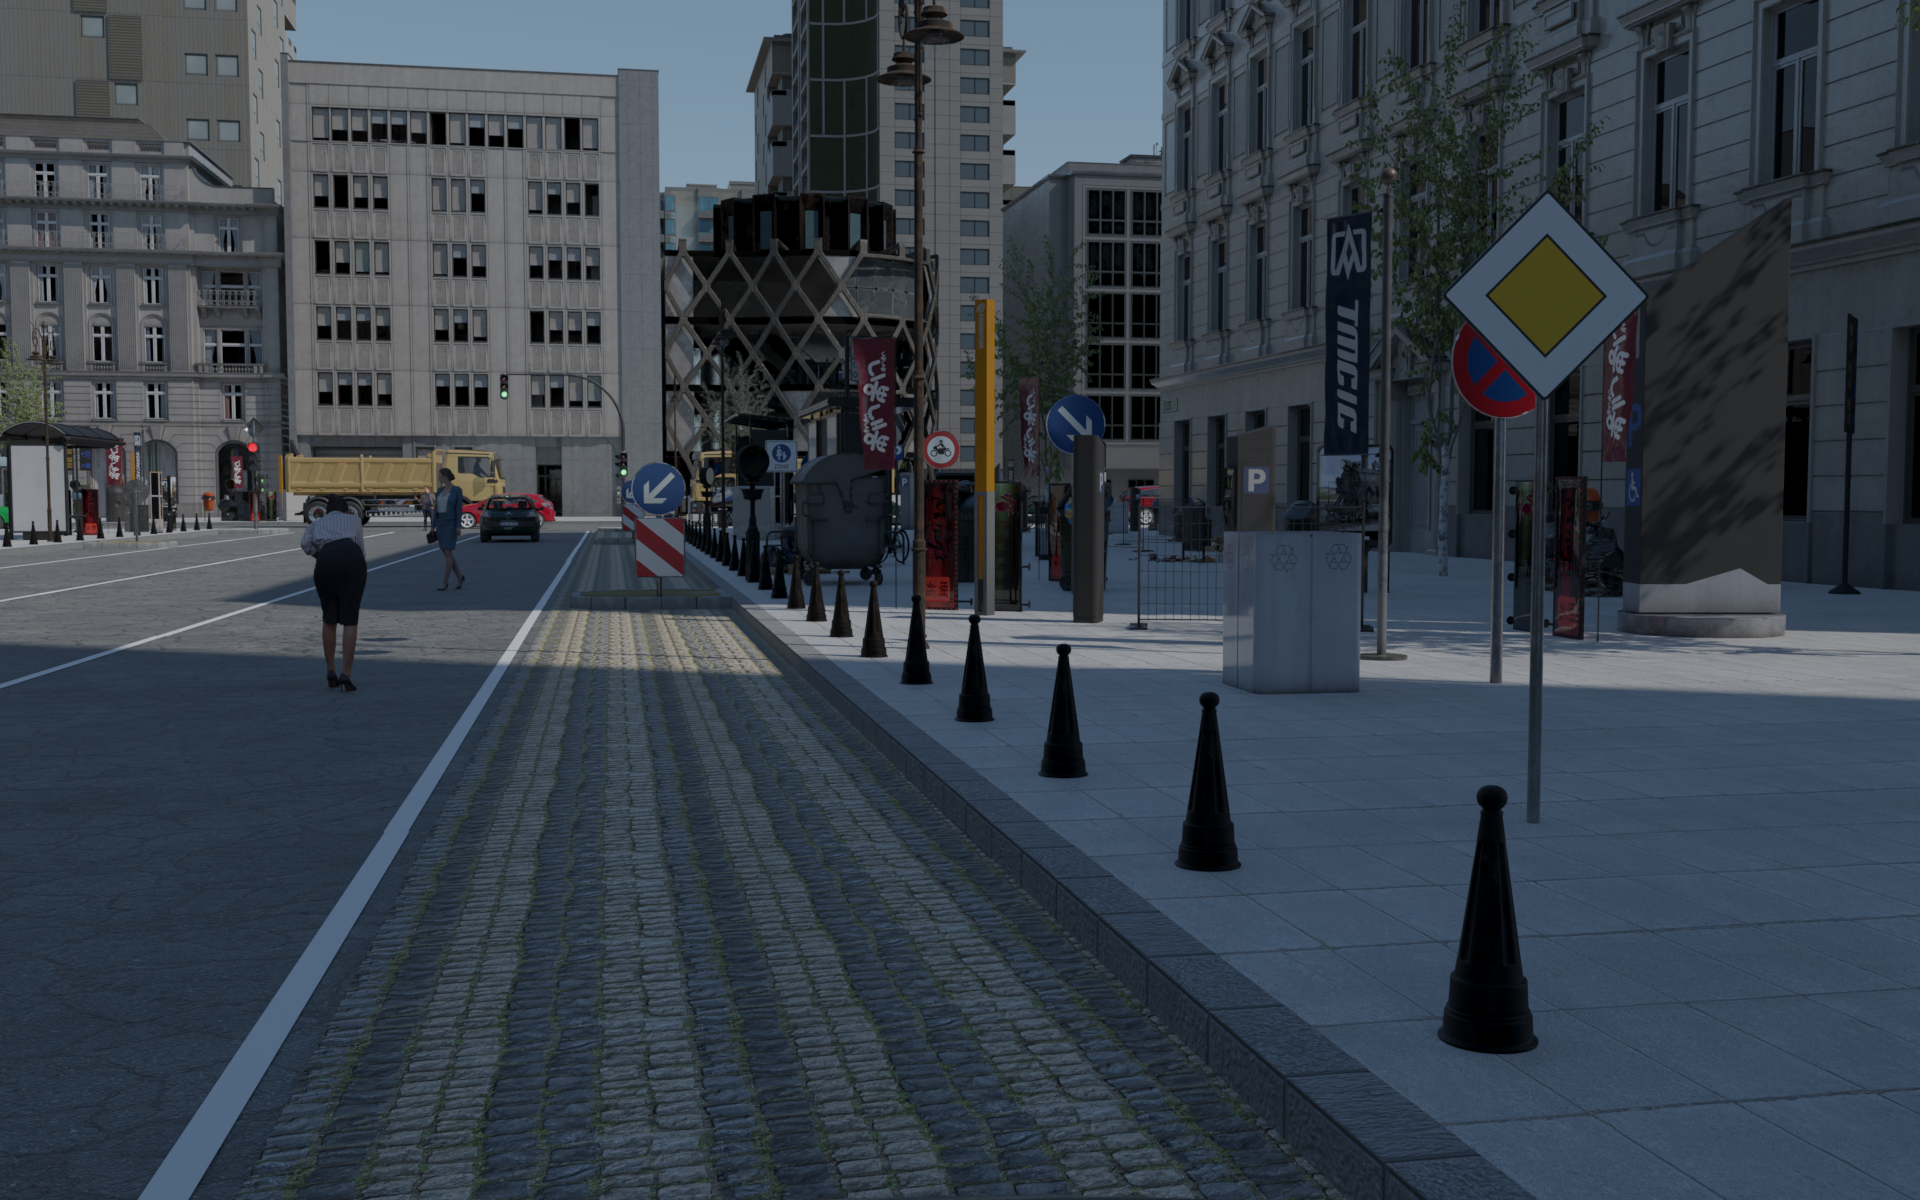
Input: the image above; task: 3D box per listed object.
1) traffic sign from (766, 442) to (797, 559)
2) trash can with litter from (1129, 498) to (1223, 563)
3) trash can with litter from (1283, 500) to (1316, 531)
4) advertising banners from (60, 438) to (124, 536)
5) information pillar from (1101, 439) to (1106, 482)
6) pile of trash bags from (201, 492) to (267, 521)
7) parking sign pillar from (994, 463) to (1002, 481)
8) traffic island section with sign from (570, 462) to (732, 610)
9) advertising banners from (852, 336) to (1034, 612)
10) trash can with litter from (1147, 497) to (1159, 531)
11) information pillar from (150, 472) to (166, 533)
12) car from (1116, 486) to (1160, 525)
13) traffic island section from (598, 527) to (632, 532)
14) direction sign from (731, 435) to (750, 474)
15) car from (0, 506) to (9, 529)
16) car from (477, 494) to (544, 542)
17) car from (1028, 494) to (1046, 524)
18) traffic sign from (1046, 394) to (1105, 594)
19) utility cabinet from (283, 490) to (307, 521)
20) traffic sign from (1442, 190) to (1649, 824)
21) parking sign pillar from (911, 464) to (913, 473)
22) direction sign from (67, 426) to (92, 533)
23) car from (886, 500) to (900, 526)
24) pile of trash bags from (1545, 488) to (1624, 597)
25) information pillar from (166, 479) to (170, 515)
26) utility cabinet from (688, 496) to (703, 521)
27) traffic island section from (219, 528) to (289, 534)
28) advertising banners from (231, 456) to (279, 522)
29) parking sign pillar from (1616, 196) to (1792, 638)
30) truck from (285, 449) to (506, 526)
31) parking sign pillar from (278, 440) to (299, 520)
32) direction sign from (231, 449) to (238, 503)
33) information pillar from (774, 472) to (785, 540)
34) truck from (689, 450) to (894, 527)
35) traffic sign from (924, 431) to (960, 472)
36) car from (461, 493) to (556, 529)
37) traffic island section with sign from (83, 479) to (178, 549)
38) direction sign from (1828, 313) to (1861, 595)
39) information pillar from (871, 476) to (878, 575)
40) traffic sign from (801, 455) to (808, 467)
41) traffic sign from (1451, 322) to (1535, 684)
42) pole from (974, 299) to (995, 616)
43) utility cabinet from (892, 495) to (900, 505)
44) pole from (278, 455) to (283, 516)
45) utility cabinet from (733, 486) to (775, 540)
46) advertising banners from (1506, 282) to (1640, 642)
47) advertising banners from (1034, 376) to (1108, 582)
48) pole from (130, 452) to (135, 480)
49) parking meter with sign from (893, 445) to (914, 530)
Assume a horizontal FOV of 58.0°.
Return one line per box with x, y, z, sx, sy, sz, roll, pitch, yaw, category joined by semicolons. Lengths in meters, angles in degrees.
-3.406;-1.893;33.085;0.606;2.300;0.079;0;4;-8;traffic sign
4.221;-1.342;32.999;1.678;1.210;2.233;-3;5;-42;trash can with litter
5.837;-1.137;29.984;0.624;1.170;1.055;2;4;35;trash can with litter
-27.032;-3.519;53.725;2.074;3.025;0.090;-1;4;-18;advertising banners
5.344;-4.591;66.411;0.504;3.616;0.183;-1;4;-14;information pillar
-34.729;-4.458;82.642;3.447;1.369;1.912;1;4;18;pile of trash bags
3.145;-9.868;149.816;1.447;3.967;1.447;-3;4;-37;parking sign pillar
-3.985;-0.831;22.209;1.989;1.847;2.006;-1;4;-11;traffic island section with sign
-0.225;-1.400;19.081;2.074;3.025;0.090;1;4;19;advertising banners
7.025;-3.044;61.160;0.624;1.170;1.055;2;4;26;trash can with litter
-26.416;-3.208;56.938;0.304;2.012;0.304;-1;4;-10;information pillar
9.883;-4.431;81.112;5.304;1.827;2.281;-1;4;-10;car
-12.806;-2.682;66.137;2.009;0.180;2.903;-1;4;-11;traffic island section
-8.416;-4.590;67.044;0.876;3.537;0.379;1;4;12;direction sign
-38.718;-3.575;67.255;4.718;1.807;1.959;-1;4;-10;car
-13.722;-2.635;52.872;2.009;1.686;4.222;-1;4;-13;car
3.483;-4.032;75.705;4.222;1.686;2.009;-1;4;-11;car
1.475;-1.353;22.223;0.768;2.556;0.104;0;4;-6;traffic sign
-31.489;-4.493;82.144;0.318;1.500;1.173;3;4;38;utility cabinet
2.236;-0.337;6.691;0.795;2.450;0.064;0;4;-2;traffic sign
-4.254;-10.308;157.006;1.447;3.967;1.447;0;4;5;parking sign pillar
-29.425;-4.020;57.724;0.876;3.537;0.379;-2;4;-24;direction sign
-3.437;-3.718;70.575;4.222;1.686;2.009;-1;4;-13;car
8.618;-0.819;23.146;1.912;1.369;3.447;0;4;7;pile of trash bags
-38.644;-4.880;84.277;0.304;2.012;0.304;-3;5;-44;information pillar
-12.861;-4.475;84.320;0.306;1.237;1.020;2;4;23;utility cabinet
-25.839;-2.523;63.533;2.009;0.180;2.903;-1;4;-11;traffic island section
-32.728;-5.150;80.389;2.074;3.025;0.090;-3;4;-37;advertising banners
6.878;-1.683;15.986;1.447;3.967;1.447;0;4;1;parking sign pillar
-23.976;-4.862;75.417;9.791;3.379;3.469;-1;4;-11;truck
-32.834;-5.920;85.259;1.447;3.967;1.447;-2;4;-35;parking sign pillar
-36.530;-5.827;87.263;0.379;3.537;0.876;-3;5;-42;direction sign
-5.080;-2.705;48.723;0.304;2.012;0.304;0;4;-6;information pillar
-7.958;-4.978;77.317;9.791;3.379;3.469;-1;4;-11;truck
-0.384;-2.124;34.825;0.768;2.556;0.104;0;4;-2;traffic sign
-19.182;-3.866;72.252;4.494;1.783;2.155;-1;4;-13;car
-22.034;-2.295;46.148;1.989;1.847;2.006;-1;4;-11;traffic island section with sign
11.372;-1.845;22.163;0.379;3.537;0.876;2;4;33;direction sign
-1.357;-2.216;27.579;0.183;3.616;0.504;0;4;-2;information pillar
-4.681;-3.358;55.006;0.768;2.556;0.104;-1;4;-11;traffic sign
3.636;-0.707;11.674;0.768;2.556;0.104;-1;4;-10;traffic sign
0.260;-1.493;18.261;0.158;3.312;0.155;0;3;0;pole
-3.665;-5.204;96.250;0.306;1.237;1.020;2;4;27;utility cabinet
-35.828;-5.966;91.386;0.158;3.312;0.155;0;3;0;pole
-5.735;-2.412;48.117;1.173;1.500;0.318;1;4;22;utility cabinet
5.422;-1.175;15.393;0.090;3.025;2.074;-1;4;-10;advertising banners
1.471;-1.779;25.271;0.090;3.025;2.074;-2;4;-34;advertising banners
-40.395;-5.551;84.609;0.158;3.312;0.155;0;3;0;pole
-1.767;-4.025;62.070;0.543;3.016;1.738;2;4;33;parking meter with sign
